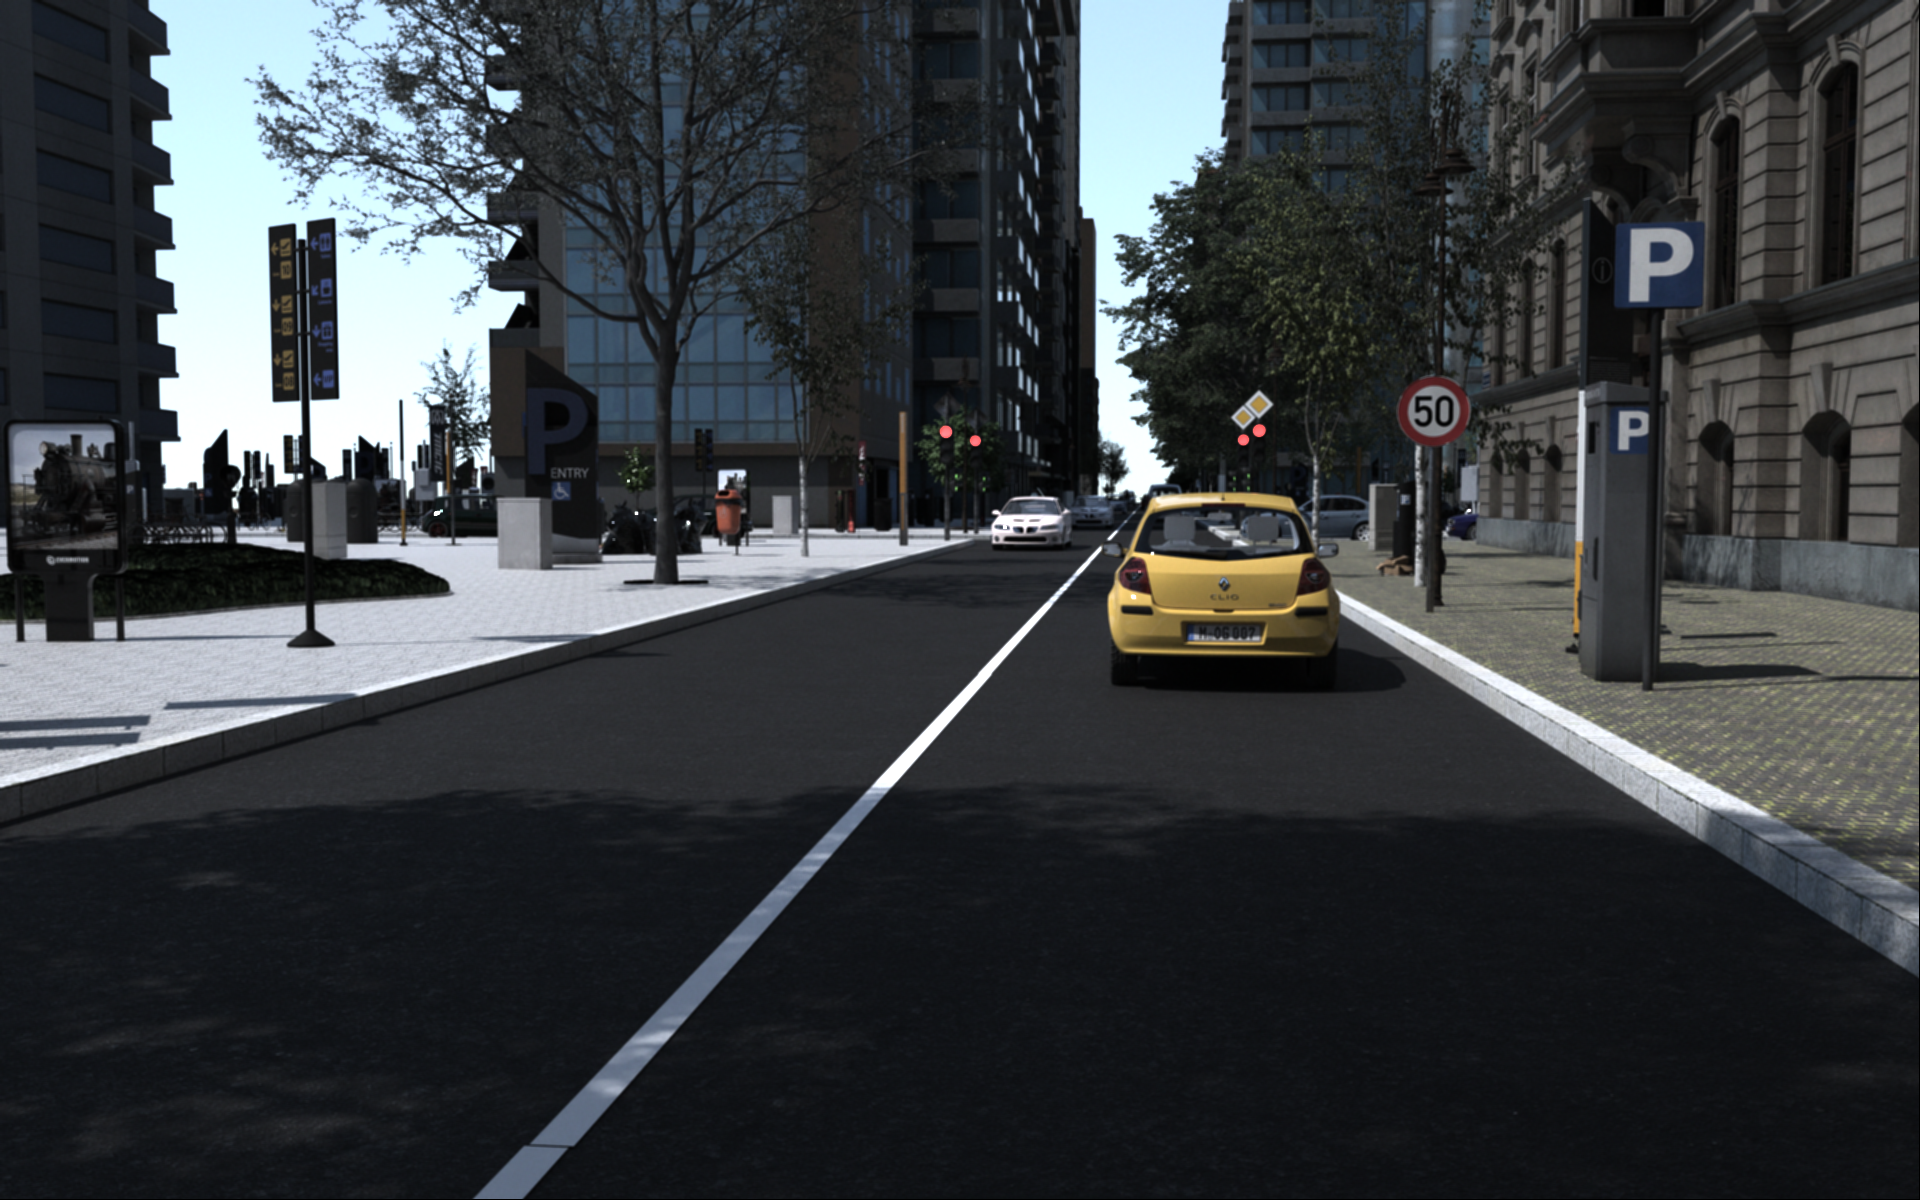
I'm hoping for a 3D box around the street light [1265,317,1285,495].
[{"bbox_3d":[8.260,-4.442,45.412,0.468,5.910,1.993,0,4,6],"label":"street light"}]

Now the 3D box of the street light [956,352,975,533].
[{"bbox_3d":[0.185,-5.122,56.533,0.468,5.910,1.993,0,4,6],"label":"street light"}]

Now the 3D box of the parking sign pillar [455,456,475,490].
[{"bbox_3d":[-34.605,-8.117,121.184,1.447,3.967,1.447,-1,4,-8],"label":"parking sign pillar"}]

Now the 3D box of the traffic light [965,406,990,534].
[{"bbox_3d":[0.541,-4.076,55.567,0.839,4.253,0.868,0,4,6],"label":"traffic light"}]

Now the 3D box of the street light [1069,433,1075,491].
[{"bbox_3d":[8.563,-9.739,132.017,0.468,5.910,1.993,0,4,6],"label":"street light"}]

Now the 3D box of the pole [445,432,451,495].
[{"bbox_3d":[-16.808,-3.869,57.098,0.158,3.312,0.155,0,3,0],"label":"pole"}]

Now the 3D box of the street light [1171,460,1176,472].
[{"bbox_3d":[29.255,-16.052,235.235,0.468,5.910,1.993,0,4,6],"label":"street light"}]

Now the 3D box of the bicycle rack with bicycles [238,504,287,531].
[{"bbox_3d":[-24.360,-2.967,61.894,2.852,0.926,2.925,0,4,-1],"label":"bicycle rack with bicycles"}]

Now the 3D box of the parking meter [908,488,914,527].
[{"bbox_3d":[-1.994,-3.681,68.598,0.372,1.533,0.369,0,3,0],"label":"parking meter"}]

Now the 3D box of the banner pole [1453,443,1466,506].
[{"bbox_3d":[24.376,-5.790,84.686,0.401,3.779,0.863,-3,4,-38],"label":"banner pole"}]

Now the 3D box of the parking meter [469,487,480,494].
[{"bbox_3d":[-17.062,-3.209,60.877,0.372,1.533,0.369,0,3,0],"label":"parking meter"}]

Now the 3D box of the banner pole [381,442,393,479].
[{"bbox_3d":[-27.269,-5.663,82.599,0.401,3.779,0.863,2,4,29],"label":"banner pole"}]

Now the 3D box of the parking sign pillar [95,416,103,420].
[{"bbox_3d":[-30.183,-4.389,60.231,1.447,3.967,1.447,1,4,22],"label":"parking sign pillar"}]

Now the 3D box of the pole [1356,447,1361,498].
[{"bbox_3d":[17.128,-4.932,74.475,0.158,3.312,0.155,0,3,0],"label":"pole"}]

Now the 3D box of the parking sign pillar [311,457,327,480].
[{"bbox_3d":[-42.878,-7.767,115.456,1.447,3.967,1.447,-3,5,-39],"label":"parking sign pillar"}]

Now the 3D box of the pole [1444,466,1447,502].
[{"bbox_3d":[34.765,-7.963,124.032,0.158,3.312,0.155,0,3,0],"label":"pole"}]

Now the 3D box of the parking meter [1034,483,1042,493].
[{"bbox_3d":[4.162,-5.336,92.951,0.399,1.863,0.255,2,4,28],"label":"parking meter"}]

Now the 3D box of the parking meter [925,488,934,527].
[{"bbox_3d":[-1.206,-3.672,68.450,0.372,1.533,0.369,0,3,0],"label":"parking meter"}]

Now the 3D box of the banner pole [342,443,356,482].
[{"bbox_3d":[-29.900,-5.811,85.023,0.863,3.779,0.401,-3,5,-41],"label":"banner pole"}]

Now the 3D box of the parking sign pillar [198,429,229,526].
[{"bbox_3d":[-30.554,-5.056,71.134,1.447,3.967,1.447,0,4,5],"label":"parking sign pillar"}]

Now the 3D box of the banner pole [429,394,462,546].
[{"bbox_3d":[-12.833,-3.245,43.079,0.401,3.779,0.863,3,5,40],"label":"banner pole"}]

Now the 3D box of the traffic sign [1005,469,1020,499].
[{"bbox_3d":[2.113,-4.164,70.219,0.606,2.300,0.079,1,4,10],"label":"traffic sign"}]

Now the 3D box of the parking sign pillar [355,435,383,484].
[{"bbox_3d":[-26.968,-5.540,79.059,1.447,3.967,1.447,2,4,23],"label":"parking sign pillar"}]

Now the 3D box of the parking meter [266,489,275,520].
[{"bbox_3d":[-33.836,-4.683,84.975,0.372,1.533,0.369,0,3,0],"label":"parking meter"}]

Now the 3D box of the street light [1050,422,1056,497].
[{"bbox_3d":[5.823,-8.308,108.629,0.468,5.910,1.993,0,4,6],"label":"street light"}]

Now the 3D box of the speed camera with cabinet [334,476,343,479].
[{"bbox_3d":[-30.627,-5.671,87.063,0.660,3.252,2.038,1,4,13],"label":"speed camera with cabinet"}]

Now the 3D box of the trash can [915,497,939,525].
[{"bbox_3d":[-1.526,-3.749,72.951,0.748,1.137,0.748,0,3,0],"label":"trash can"}]

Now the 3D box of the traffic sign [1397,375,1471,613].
[{"bbox_3d":[5.092,-1.136,18.687,0.768,2.556,0.104,1,4,9],"label":"traffic sign"}]

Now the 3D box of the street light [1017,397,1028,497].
[{"bbox_3d":[2.975,-6.694,82.237,0.468,5.910,1.993,0,4,6],"label":"street light"}]

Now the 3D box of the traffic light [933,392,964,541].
[{"bbox_3d":[-0.334,-3.591,47.630,0.839,4.253,0.868,0,4,6],"label":"traffic light"}]

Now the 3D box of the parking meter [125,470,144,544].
[{"bbox_3d":[-20.371,-2.261,42.673,0.399,1.863,0.255,0,4,8],"label":"parking meter"}]

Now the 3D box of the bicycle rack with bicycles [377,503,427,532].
[{"bbox_3d":[-19.324,-2.796,59.091,2.925,0.926,2.852,0,4,5],"label":"bicycle rack with bicycles"}]

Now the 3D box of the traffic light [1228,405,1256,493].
[{"bbox_3d":[8.903,-4.021,54.664,0.839,4.253,0.868,0,4,6],"label":"traffic light"}]

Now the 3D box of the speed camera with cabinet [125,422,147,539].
[{"bbox_3d":[-23.064,-3.288,48.093,0.660,3.252,2.038,-1,4,-18],"label":"speed camera with cabinet"}]

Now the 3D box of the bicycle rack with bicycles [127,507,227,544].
[{"bbox_3d":[-18.090,-1.573,39.096,2.925,0.926,2.852,-2,4,-25],"label":"bicycle rack with bicycles"}]

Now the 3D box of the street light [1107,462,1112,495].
[{"bbox_3d":[20.481,-16.366,240.374,0.468,5.910,1.993,0,4,6],"label":"street light"}]

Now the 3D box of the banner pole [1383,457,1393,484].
[{"bbox_3d":[28.509,-7.665,115.336,0.863,3.779,0.401,-1,4,-10],"label":"banner pole"}]

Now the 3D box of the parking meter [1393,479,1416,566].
[{"bbox_3d":[7.685,-1.317,29.952,0.372,1.533,0.369,0,3,0],"label":"parking meter"}]

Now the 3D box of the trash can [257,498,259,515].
[{"bbox_3d":[-42.080,-5.638,103.829,0.748,1.137,0.748,0,3,0],"label":"trash can"}]

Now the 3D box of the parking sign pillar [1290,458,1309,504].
[{"bbox_3d":[23.717,-8.107,121.018,1.447,3.967,1.447,3,5,39],"label":"parking sign pillar"}]

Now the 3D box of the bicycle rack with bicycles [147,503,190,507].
[{"bbox_3d":[-27.280,-2.794,59.059,2.852,0.926,2.925,2,4,26],"label":"bicycle rack with bicycles"}]

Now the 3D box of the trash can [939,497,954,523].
[{"bbox_3d":[-0.634,-4.072,78.228,0.748,1.137,0.748,0,3,0],"label":"trash can"}]

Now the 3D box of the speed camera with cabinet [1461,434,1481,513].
[{"bbox_3d":[17.005,-3.807,56.587,0.660,3.252,2.038,3,4,37],"label":"speed camera with cabinet"}]

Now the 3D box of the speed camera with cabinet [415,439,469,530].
[{"bbox_3d":[-18.662,-4.188,62.818,2.038,3.252,0.660,0,3,0],"label":"speed camera with cabinet"}]

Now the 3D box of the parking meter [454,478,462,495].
[{"bbox_3d":[-17.992,-3.432,61.830,0.399,1.863,0.255,-3,5,-42],"label":"parking meter"}]

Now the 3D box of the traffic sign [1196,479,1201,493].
[{"bbox_3d":[16.456,-7.121,118.552,0.606,2.300,0.079,0,4,7],"label":"traffic sign"}]

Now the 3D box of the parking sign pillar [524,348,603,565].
[{"bbox_3d":[-7.372,-2.666,32.060,1.447,3.967,1.447,0,4,-5],"label":"parking sign pillar"}]

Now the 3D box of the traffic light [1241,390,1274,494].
[{"bbox_3d":[8.028,-3.536,46.727,0.839,4.253,0.868,0,4,6],"label":"traffic light"}]

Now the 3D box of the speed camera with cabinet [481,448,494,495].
[{"bbox_3d":[-20.986,-4.920,74.782,2.038,3.252,0.660,0,4,-1],"label":"speed camera with cabinet"}]

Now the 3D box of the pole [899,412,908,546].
[{"bbox_3d":[-1.401,-3.009,43.044,0.158,3.312,0.155,0,3,0],"label":"pole"}]

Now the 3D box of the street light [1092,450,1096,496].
[{"bbox_3d":[14.217,-12.883,183.416,0.468,5.910,1.993,0,4,6],"label":"street light"}]

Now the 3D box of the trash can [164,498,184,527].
[{"bbox_3d":[-29.793,-3.304,65.678,0.748,1.137,0.748,0,3,0],"label":"trash can"}]

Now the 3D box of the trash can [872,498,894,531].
[{"bbox_3d":[-2.667,-2.956,59.989,0.748,1.137,0.748,0,3,0],"label":"trash can"}]

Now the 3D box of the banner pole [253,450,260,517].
[{"bbox_3d":[-40.319,-6.680,99.231,0.863,3.779,0.401,2,4,35],"label":"banner pole"}]

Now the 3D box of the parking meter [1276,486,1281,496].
[{"bbox_3d":[21.403,-6.781,116.579,0.399,1.863,0.255,-1,4,-13],"label":"parking meter"}]

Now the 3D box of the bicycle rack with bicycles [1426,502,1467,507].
[{"bbox_3d":[21.575,-3.837,76.117,2.852,0.926,2.925,2,4,28],"label":"bicycle rack with bicycles"}]

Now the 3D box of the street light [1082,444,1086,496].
[{"bbox_3d":[11.281,-11.311,157.728,0.468,5.910,1.993,0,4,6],"label":"street light"}]

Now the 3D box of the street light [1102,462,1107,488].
[{"bbox_3d":[17.627,-14.795,214.677,0.468,5.910,1.993,0,4,6],"label":"street light"}]

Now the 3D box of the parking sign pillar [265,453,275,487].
[{"bbox_3d":[-45.273,-7.652,113.575,1.447,3.967,1.447,-2,4,-26],"label":"parking sign pillar"}]
